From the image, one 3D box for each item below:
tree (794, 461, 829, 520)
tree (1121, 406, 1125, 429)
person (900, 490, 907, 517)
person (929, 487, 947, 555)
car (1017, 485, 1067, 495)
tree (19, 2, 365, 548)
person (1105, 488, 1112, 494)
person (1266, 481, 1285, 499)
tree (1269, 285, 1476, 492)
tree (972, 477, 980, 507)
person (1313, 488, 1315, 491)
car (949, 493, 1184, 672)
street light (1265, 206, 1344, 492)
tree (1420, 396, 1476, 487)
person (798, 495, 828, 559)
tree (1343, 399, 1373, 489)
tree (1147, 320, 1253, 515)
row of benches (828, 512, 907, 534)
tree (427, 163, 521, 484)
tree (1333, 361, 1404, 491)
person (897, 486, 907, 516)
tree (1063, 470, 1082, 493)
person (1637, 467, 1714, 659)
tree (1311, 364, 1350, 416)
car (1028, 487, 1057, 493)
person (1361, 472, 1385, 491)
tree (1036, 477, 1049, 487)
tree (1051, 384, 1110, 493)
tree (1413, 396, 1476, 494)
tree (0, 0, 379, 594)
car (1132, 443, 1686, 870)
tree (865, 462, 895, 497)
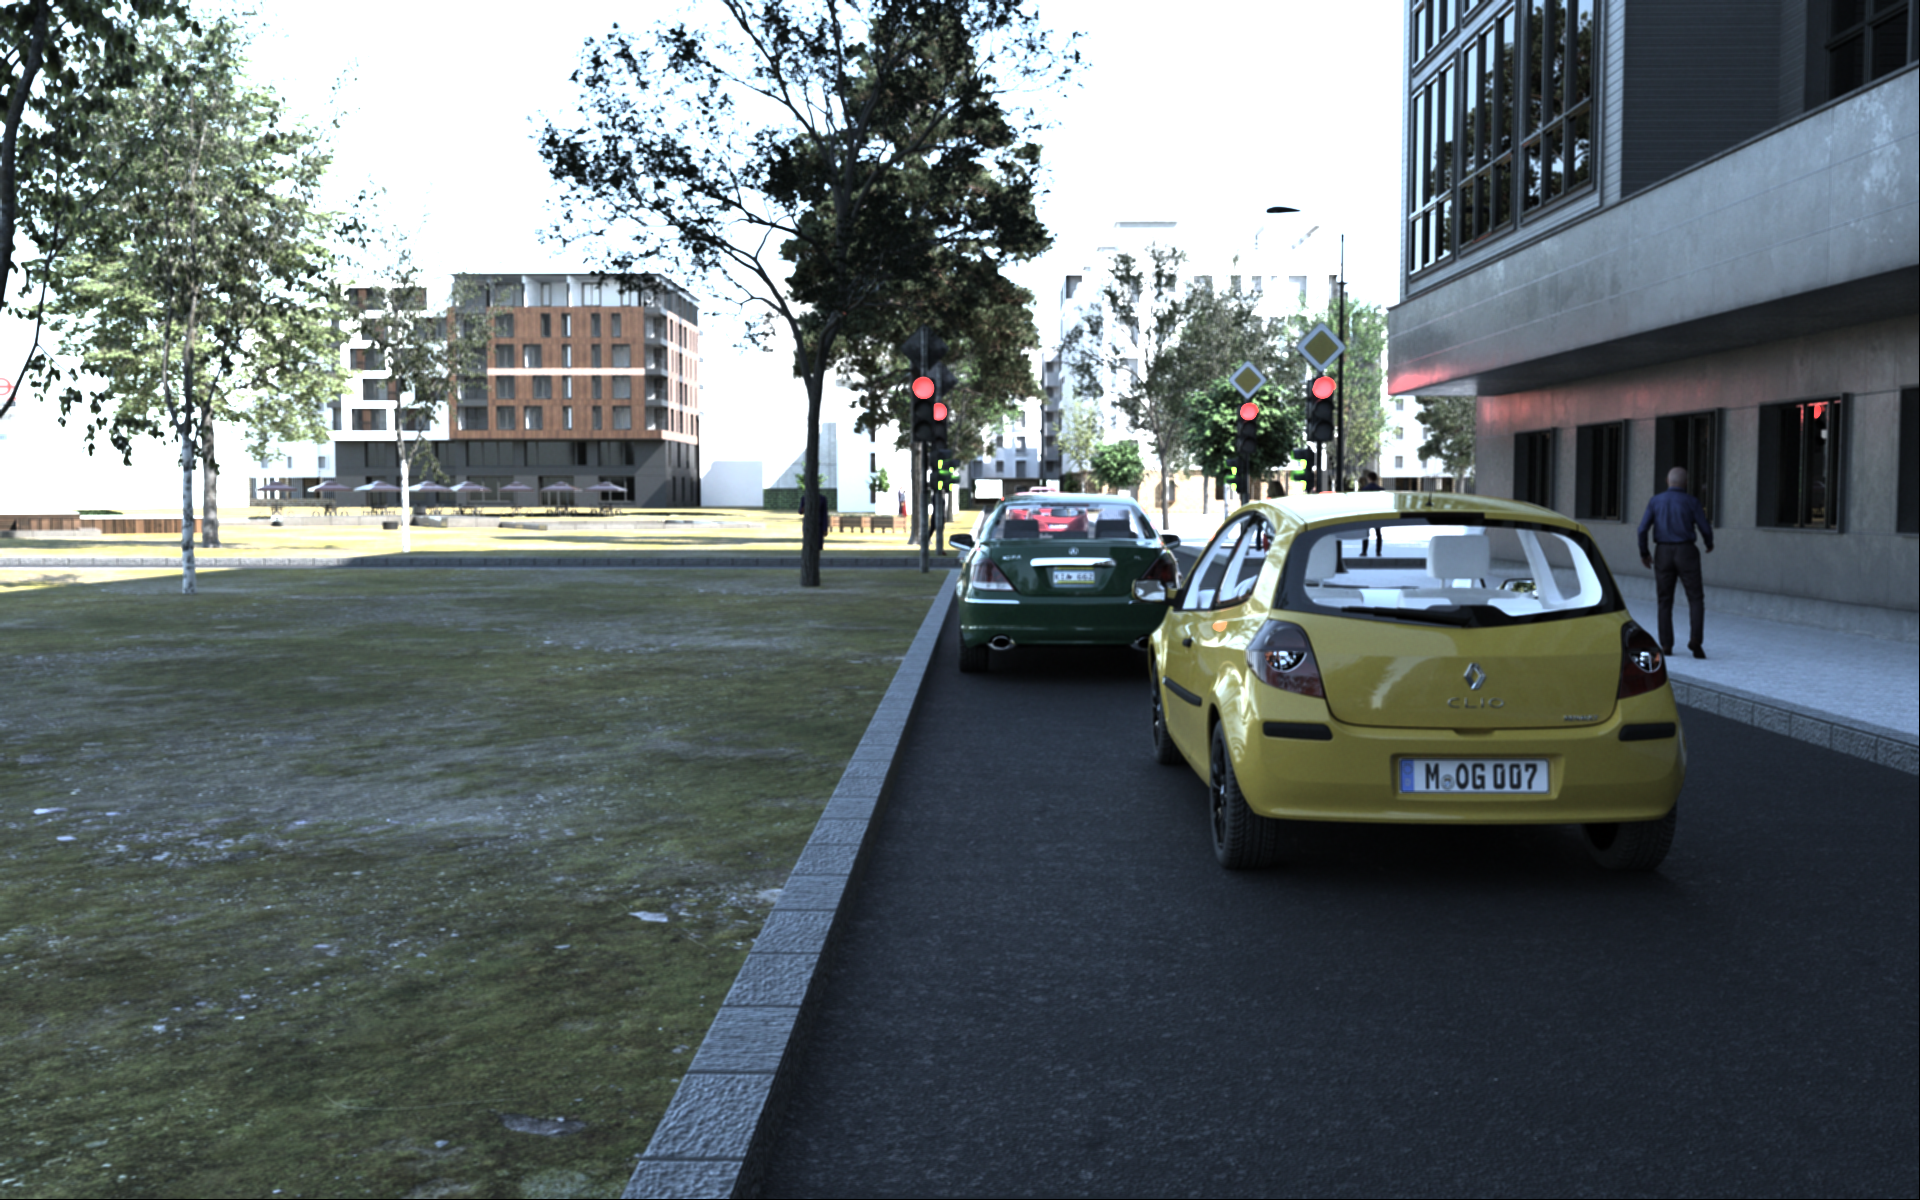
[{"bbox_3d":[-7.645,-5.658,87.115,1.663,3.219,1.824,0,3,0],"label":"tree"},{"bbox_3d":[9.468,-7.924,79.923,4.360,8.622,3.978,0,3,0],"label":"tree"},{"bbox_3d":[-2.997,-5.143,92.592,0.387,1.526,0.523,-1,4,-8],"label":"person"},{"bbox_3d":[-0.537,-1.708,36.510,0.613,1.512,0.480,1,4,19],"label":"person"},{"bbox_3d":[2.887,-2.617,51.830,2.155,1.783,4.494,0,4,2],"label":"car"},{"bbox_3d":[-18.271,-7.504,40.821,7.486,12.596,7.792,0,3,0],"label":"tree"},{"bbox_3d":[8.261,-5.364,95.613,0.662,1.594,0.647,-2,4,-30],"label":"person"},{"bbox_3d":[4.341,-0.821,23.630,0.593,1.614,0.444,1,4,20],"label":"person"},{"bbox_3d":[18.847,-9.773,85.543,9.928,11.665,9.643,0,3,0],"label":"tree"},{"bbox_3d":[1.184,-11.134,176.639,1.663,3.219,1.824,0,3,0],"label":"tree"},{"bbox_3d":[11.505,-2.889,55.980,0.600,1.496,0.574,0,4,2],"label":"person"},{"bbox_3d":[0.939,-0.217,15.354,2.131,1.459,4.920,0,4,2],"label":"car"},{"bbox_3d":[5.622,-3.396,28.064,1.470,5.913,1.316,0,4,1],"label":"street light"},{"bbox_3d":[22.992,-7.697,76.214,4.360,8.622,3.978,0,3,0],"label":"tree"},{"bbox_3d":[-2.162,-1.051,25.602,0.453,1.535,0.546,-1,4,-17],"label":"person"},{"bbox_3d":[22.820,-9.464,105.103,4.360,8.622,3.978,0,3,0],"label":"tree"},{"bbox_3d":[15.294,-11.391,104.375,7.486,12.596,7.792,0,3,0],"label":"tree"},{"bbox_3d":[-3.478,-2.573,57.527,4.104,0.672,1.422,3,5,41],"label":"row of benches"},{"bbox_3d":[-12.063,-5.373,38.210,4.360,8.622,3.978,0,3,0],"label":"tree"},{"bbox_3d":[21.865,-8.821,94.591,4.737,8.622,4.395,0,3,0],"label":"tree"},{"bbox_3d":[-3.366,-5.768,100.805,0.568,1.767,0.683,0,4,0],"label":"person"},{"bbox_3d":[8.084,-8.177,128.300,1.663,3.219,1.824,0,3,0],"label":"tree"},{"bbox_3d":[5.769,-0.306,13.745,0.600,1.496,0.574,-2,4,-33],"label":"person"},{"bbox_3d":[12.129,-8.479,73.043,8.767,10.594,7.601,0,4,2],"label":"tree"},{"bbox_3d":[4.545,-5.306,95.423,2.281,1.827,5.304,0,4,1],"label":"car"},{"bbox_3d":[8.506,-1.774,35.752,0.576,1.737,0.504,0,4,-7],"label":"person"},{"bbox_3d":[9.198,-11.898,189.132,1.663,3.219,1.824,0,3,0],"label":"tree"},{"bbox_3d":[8.169,-10.078,115.134,4.737,8.622,4.395,0,3,0],"label":"tree"},{"bbox_3d":[30.605,-11.216,105.437,6.751,12.117,7.091,0,3,0],"label":"tree"},{"bbox_3d":[-9.718,-4.391,22.152,4.360,8.622,3.978,0,3,0],"label":"tree"},{"bbox_3d":[1.853,0.134,8.035,2.015,1.641,3.980,0,4,1],"label":"car"},{"bbox_3d":[-4.194,-6.156,95.247,1.663,3.219,1.824,0,3,0],"label":"tree"}]
